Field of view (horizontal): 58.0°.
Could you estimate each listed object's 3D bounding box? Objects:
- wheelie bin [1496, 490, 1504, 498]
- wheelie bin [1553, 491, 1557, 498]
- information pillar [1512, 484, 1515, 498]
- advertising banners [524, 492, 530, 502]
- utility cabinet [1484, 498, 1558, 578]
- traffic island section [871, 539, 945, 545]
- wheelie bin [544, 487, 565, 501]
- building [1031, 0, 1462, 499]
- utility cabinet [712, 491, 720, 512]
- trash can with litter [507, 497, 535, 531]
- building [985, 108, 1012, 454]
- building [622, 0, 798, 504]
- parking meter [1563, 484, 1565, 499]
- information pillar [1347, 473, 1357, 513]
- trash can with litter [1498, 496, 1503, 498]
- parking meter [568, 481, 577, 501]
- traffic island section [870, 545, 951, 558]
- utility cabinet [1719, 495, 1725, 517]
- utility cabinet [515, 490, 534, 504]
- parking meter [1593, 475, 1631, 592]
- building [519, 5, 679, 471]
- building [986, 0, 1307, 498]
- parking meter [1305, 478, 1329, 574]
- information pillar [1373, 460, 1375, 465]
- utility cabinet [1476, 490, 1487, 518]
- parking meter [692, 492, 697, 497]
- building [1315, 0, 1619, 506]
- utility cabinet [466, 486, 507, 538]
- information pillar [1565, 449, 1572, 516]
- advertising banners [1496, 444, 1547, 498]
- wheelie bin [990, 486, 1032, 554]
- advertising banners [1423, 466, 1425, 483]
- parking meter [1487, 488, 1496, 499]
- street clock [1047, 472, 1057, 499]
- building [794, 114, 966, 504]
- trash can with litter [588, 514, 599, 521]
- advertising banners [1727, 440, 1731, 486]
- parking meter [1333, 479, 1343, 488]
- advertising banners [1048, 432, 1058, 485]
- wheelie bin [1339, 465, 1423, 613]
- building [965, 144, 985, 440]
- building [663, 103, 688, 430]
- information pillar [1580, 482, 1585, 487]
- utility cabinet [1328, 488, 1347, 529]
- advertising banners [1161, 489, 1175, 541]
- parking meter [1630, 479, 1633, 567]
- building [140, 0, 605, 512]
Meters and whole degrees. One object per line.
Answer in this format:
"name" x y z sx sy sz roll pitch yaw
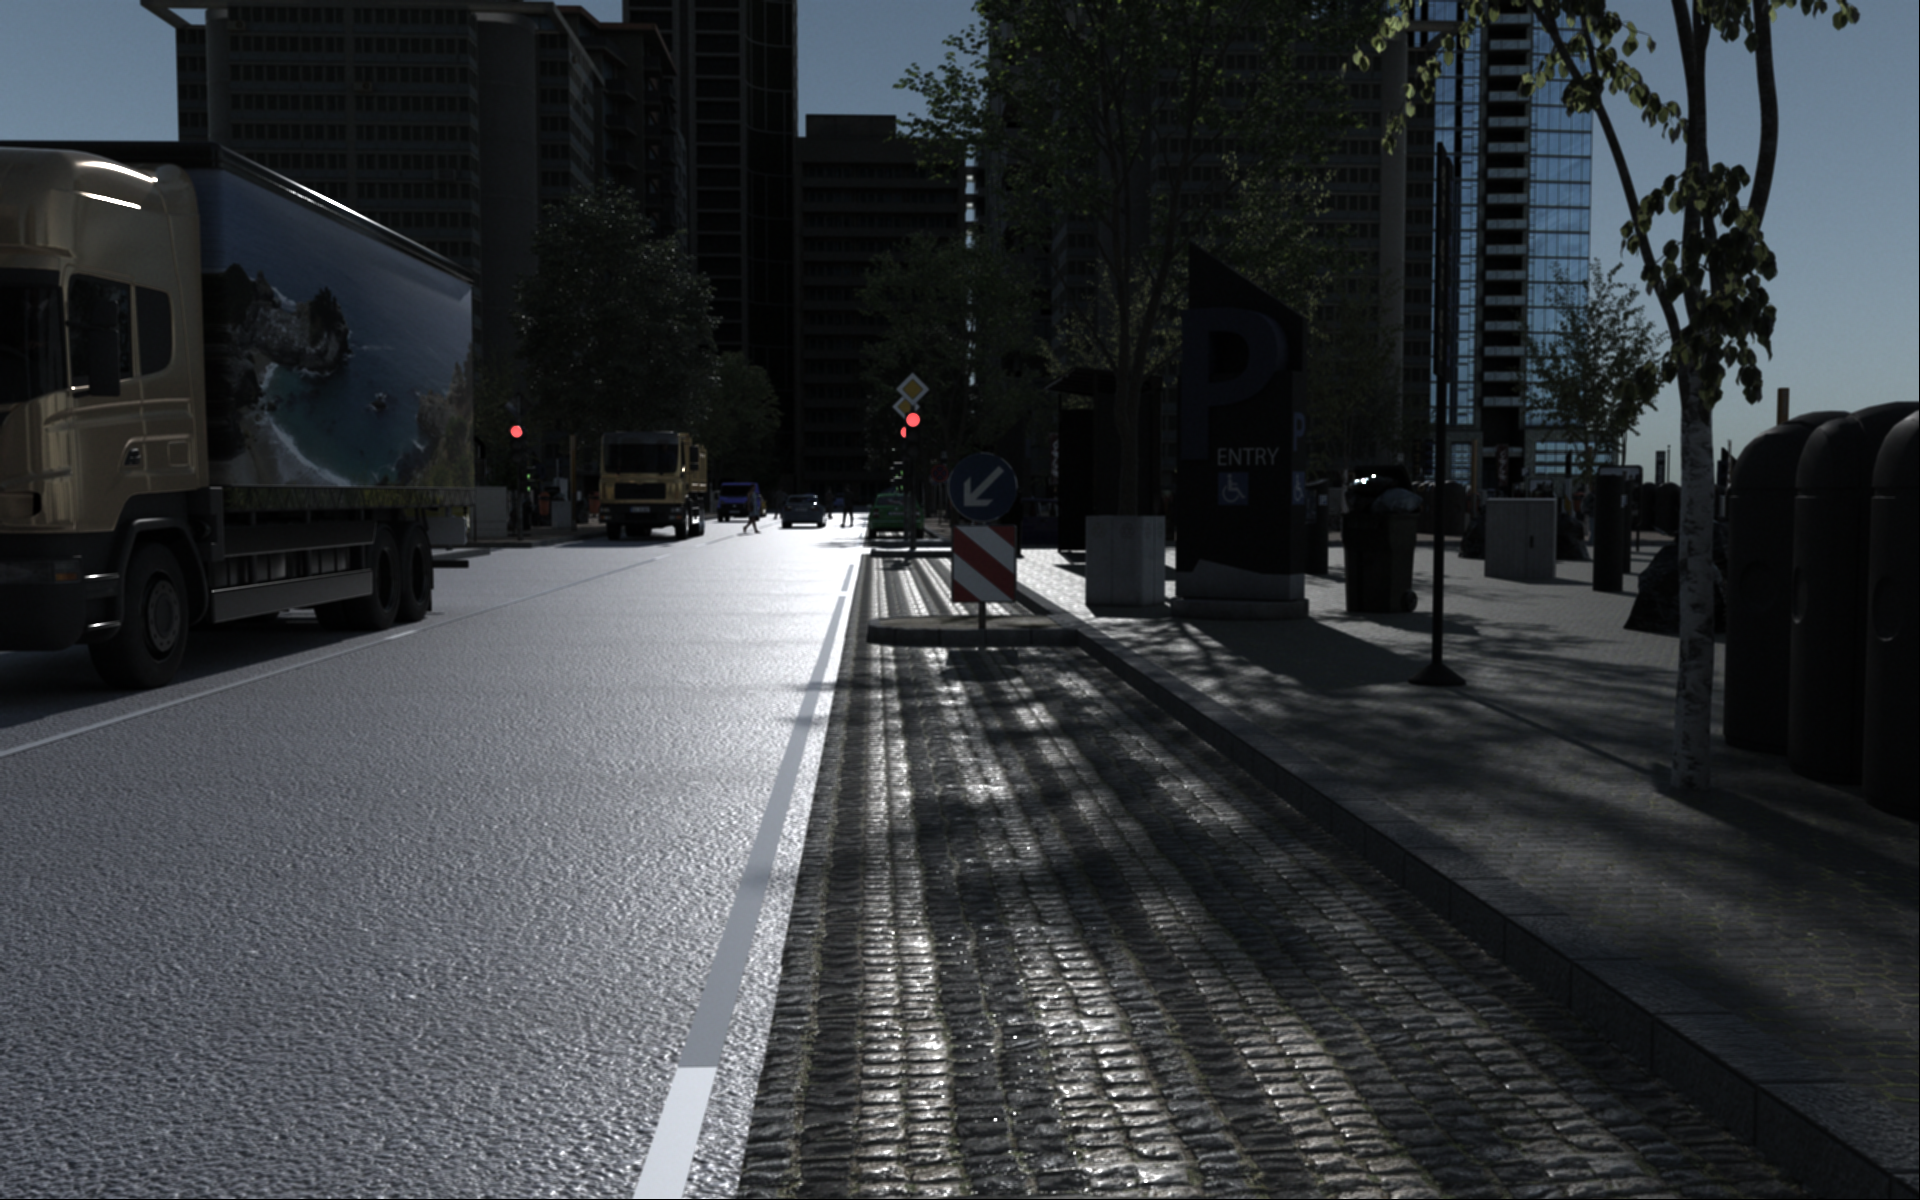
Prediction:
"wheelie bin" 37.326 -6.867 120.178 0.693 1.594 0.980 3 5 40
"wheelie bin" 38.998 -6.512 114.386 0.693 1.594 0.980 3 4 37
"information pillar" 39.211 -7.217 122.487 0.304 2.012 0.304 0 4 6
"advertising banners" -21.893 -5.572 87.294 0.090 3.025 2.074 0 4 -3
"utility cabinet" 8.638 -0.950 26.689 1.020 1.237 0.306 2 4 29
"traffic island section" -1.466 -1.578 48.088 2.009 0.180 2.903 0 4 -3
"wheelie bin" -17.020 -3.946 72.419 0.980 1.594 0.693 0 4 -7
"building" 20.126 -27.258 137.557 32.217 40.220 23.993 0 4 -3
"utility cabinet" -16.780 -6.818 120.151 0.318 1.500 1.173 3 4 37
"trash can with litter" -15.543 -3.030 60.934 1.055 1.170 0.624 -3 4 -37
"building" 9.551 -30.583 183.628 14.154 41.232 14.086 0 4 -3
"building" -31.346 -47.906 221.519 20.611 71.187 20.563 0 4 -3
"parking meter" 42.204 -7.022 120.527 0.255 1.863 0.399 3 4 36
"information pillar" 13.581 -3.388 59.879 0.304 2.012 0.304 -3 5 -42
"trash can with litter" 26.112 -4.403 83.044 2.233 1.210 1.678 2 4 33
"parking meter" -17.385 -4.402 77.687 0.399 1.863 0.255 0 4 -7
"traffic island section" -1.067 -1.091 40.113 2.009 0.180 2.903 0 4 -3
"utility cabinet" 33.773 -4.056 77.479 0.306 1.237 1.020 -2 4 -34
"utility cabinet" -23.035 -5.075 91.648 1.173 1.500 0.318 3 4 38
"parking meter" 8.590 -0.888 22.931 0.372 1.533 0.369 0 3 0
"building" -37.795 -30.865 159.265 22.147 44.769 28.867 0 4 -3
"building" 16.910 -35.084 162.866 28.713 52.752 27.495 0 4 -3
"parking meter" 5.717 -1.183 27.758 0.372 1.533 0.369 0 3 0
"information pillar" 28.580 -7.852 119.731 0.183 3.616 0.504 0 4 -1
"utility cabinet" 26.570 -4.870 88.309 0.318 1.500 1.173 0 4 -1
"parking meter" -16.275 -5.970 106.025 0.372 1.533 0.369 0 3 0
"building" 51.785 -53.136 181.443 31.000 86.520 22.319 0 4 -3
"utility cabinet" -13.870 -2.570 50.694 1.173 1.500 0.318 -3 5 -42
"information pillar" 31.752 -6.058 90.403 0.183 3.616 0.504 -1 4 -11
"advertising banners" 19.327 -3.886 59.719 0.090 3.025 2.074 -3 4 -36
"wheelie bin" 0.997 -1.795 37.251 0.693 1.594 0.980 -1 4 -18
"advertising banners" 28.512 -6.826 107.797 0.090 3.025 2.074 0 4 -8
"parking meter" 23.888 -4.248 77.862 0.372 1.533 0.369 0 3 0
"street clock" 3.037 -3.198 56.858 0.358 2.002 0.471 -1 4 -13
"building" -10.345 -36.765 224.808 21.600 48.544 21.300 0 4 -3
"trash can with litter" -16.800 -4.407 83.109 1.678 1.210 2.233 -1 4 -10
"advertising banners" 25.263 -3.695 56.602 0.090 3.025 2.074 2 4 35
"parking meter" 15.126 -3.891 69.328 0.255 1.863 0.399 -2 4 -34
"advertising banners" 3.209 -3.198 48.471 0.090 3.025 2.074 -3 5 -42
"wheelie bin" 4.582 -0.670 18.855 0.693 1.594 0.980 -3 5 -44
"building" 15.627 -37.156 227.104 30.456 49.044 23.786 0 4 -3
"building" -36.078 -30.523 182.637 14.086 41.232 14.154 0 4 -3
"information pillar" 36.806 -5.985 102.344 0.304 2.012 0.304 0 4 6
"utility cabinet" 13.486 -3.291 62.493 1.173 1.500 0.318 2 4 30
"advertising banners" 6.426 -3.164 47.918 2.074 3.025 0.090 -1 4 -13
"parking meter" 10.798 -1.220 28.363 0.372 1.533 0.369 0 3 0
"building" -41.294 -26.969 132.816 32.217 40.220 23.993 0 4 -3
